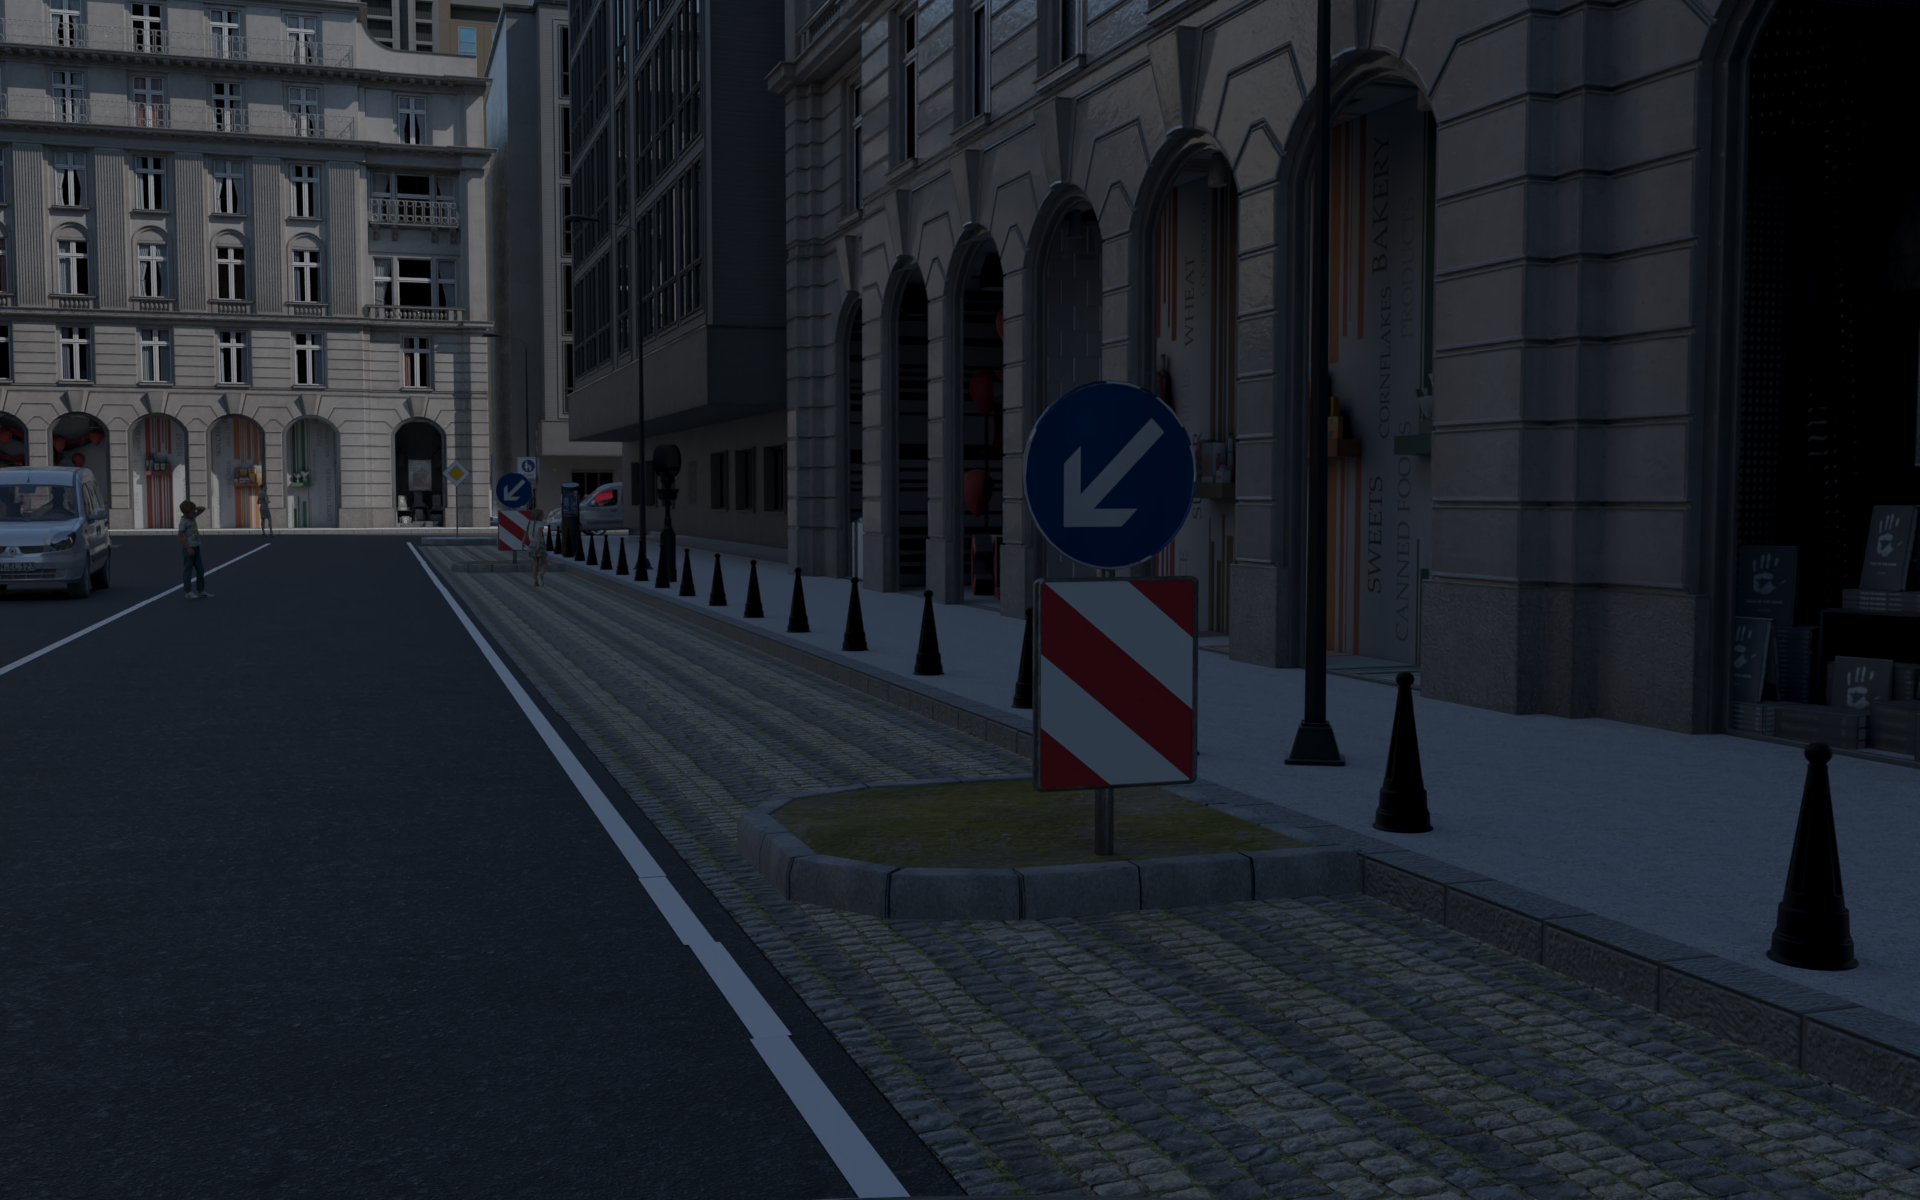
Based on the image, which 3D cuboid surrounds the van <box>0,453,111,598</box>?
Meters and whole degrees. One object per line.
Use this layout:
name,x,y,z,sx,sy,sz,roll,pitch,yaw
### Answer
van,-13.278,-1.090,24.836,2.013,2.044,4.112,-1,4,-20

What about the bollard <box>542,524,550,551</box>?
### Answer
bollard,-9.210,-1.395,38.843,0.229,0.601,0.229,0,3,0

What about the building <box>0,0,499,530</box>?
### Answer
building,-30.810,-13.806,67.526,24.055,21.916,13.314,-1,4,-19

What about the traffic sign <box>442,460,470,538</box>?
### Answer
traffic sign,-14.696,-2.870,50.565,0.795,2.450,0.064,-1,4,-19

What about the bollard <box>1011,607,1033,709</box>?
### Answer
bollard,0.423,0.343,10.425,0.229,0.601,0.229,0,3,0

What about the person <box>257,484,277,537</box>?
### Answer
person,-23.085,-2.985,57.638,0.599,1.781,0.374,2,4,32

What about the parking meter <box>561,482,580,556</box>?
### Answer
parking meter,-8.074,-1.682,35.907,0.372,1.533,0.369,0,3,0

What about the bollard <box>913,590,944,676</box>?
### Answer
bollard,-0.224,0.228,12.318,0.229,0.601,0.229,0,3,0

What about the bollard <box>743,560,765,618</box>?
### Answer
bollard,-2.144,-0.120,17.996,0.229,0.601,0.229,0,3,0

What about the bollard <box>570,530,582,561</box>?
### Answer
bollard,-7.285,-1.048,33.170,0.229,0.601,0.229,0,3,0

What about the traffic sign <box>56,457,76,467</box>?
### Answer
traffic sign,-24.406,-2.671,47.307,0.795,2.450,0.064,-1,4,-19

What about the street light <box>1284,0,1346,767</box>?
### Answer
street light,1.186,-2.166,7.962,1.470,5.913,1.316,-1,4,-19

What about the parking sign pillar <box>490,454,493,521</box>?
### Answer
parking sign pillar,-22.372,-5.859,84.267,1.447,3.967,1.447,-3,4,-36

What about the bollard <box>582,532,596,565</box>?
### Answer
bollard,-6.647,-0.932,31.273,0.229,0.601,0.229,0,3,0

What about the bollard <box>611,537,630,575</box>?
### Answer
bollard,-5.356,-0.699,27.475,0.229,0.601,0.229,0,3,0

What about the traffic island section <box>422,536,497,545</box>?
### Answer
traffic island section,-14.676,-1.735,50.649,2.009,0.180,2.903,-1,4,-19

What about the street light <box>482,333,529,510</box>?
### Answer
street light,-13.108,-4.754,50.262,1.470,5.913,1.316,-1,4,-19

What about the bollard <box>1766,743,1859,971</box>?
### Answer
bollard,2.346,0.691,4.750,0.229,0.601,0.229,0,3,0

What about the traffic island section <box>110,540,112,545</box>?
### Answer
traffic island section,-24.426,-1.534,47.362,2.009,0.180,2.903,-1,4,-19

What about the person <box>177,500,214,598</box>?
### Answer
person,-10.527,-0.699,23.837,0.340,1.345,0.435,0,4,-3

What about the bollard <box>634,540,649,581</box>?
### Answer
bollard,-4.706,-0.583,25.571,0.229,0.601,0.229,0,3,0

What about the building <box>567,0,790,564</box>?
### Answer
building,-0.991,-15.139,41.030,14.314,27.812,24.014,-1,4,-19

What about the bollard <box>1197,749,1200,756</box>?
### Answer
bollard,1.068,0.459,8.529,0.229,0.601,0.229,0,3,0

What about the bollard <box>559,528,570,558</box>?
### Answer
bollard,-7.929,-1.163,35.061,0.229,0.601,0.229,0,3,0

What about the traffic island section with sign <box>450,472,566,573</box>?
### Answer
traffic island section with sign,-8.474,-1.448,32.304,1.989,1.847,2.006,-1,4,-19

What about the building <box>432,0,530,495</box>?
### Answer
building,-37.106,-30.411,147.326,14.600,45.320,14.200,-1,4,-19

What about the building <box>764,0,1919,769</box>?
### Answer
building,6.510,-10.773,17.935,13.314,21.916,24.055,-1,4,-19

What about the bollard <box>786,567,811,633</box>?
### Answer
bollard,-1.503,-0.003,16.098,0.229,0.601,0.229,0,3,0

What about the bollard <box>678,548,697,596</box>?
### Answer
bollard,-3.432,-0.351,21.782,0.229,0.601,0.229,0,3,0

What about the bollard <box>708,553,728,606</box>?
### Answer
bollard,-2.782,-0.235,19.888,0.229,0.601,0.229,0,3,0

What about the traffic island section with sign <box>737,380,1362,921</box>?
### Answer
traffic island section with sign,0.188,0.113,6.773,1.989,1.847,2.006,-1,4,-19

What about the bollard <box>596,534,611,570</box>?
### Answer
bollard,-6.003,-0.816,29.385,0.229,0.601,0.229,0,3,0

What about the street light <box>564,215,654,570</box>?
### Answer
street light,-5.906,-3.461,29.130,1.470,5.913,1.316,-1,4,-19

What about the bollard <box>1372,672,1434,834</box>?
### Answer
bollard,1.701,0.575,6.638,0.229,0.601,0.229,0,3,0

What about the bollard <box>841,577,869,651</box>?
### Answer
bollard,-0.863,0.112,14.208,0.229,0.601,0.229,0,3,0

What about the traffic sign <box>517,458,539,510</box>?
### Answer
traffic sign,-11.959,-2.807,48.027,0.606,2.300,0.079,-1,4,-12

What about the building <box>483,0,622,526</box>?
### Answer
building,-5.195,-15.797,77.350,30.058,24.678,14.314,-1,4,-19

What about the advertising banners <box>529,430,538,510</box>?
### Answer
advertising banners,-11.531,-3.104,46.935,0.090,3.025,2.074,0,4,-8

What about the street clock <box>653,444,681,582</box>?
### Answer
street clock,-4.255,-1.262,25.209,0.358,2.002,0.471,1,4,18

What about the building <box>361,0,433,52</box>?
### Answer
building,-69.336,-48.210,226.490,20.611,71.187,20.563,-1,4,-19

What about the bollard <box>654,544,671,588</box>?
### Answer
bollard,-4.069,-0.467,23.672,0.229,0.601,0.229,0,3,0

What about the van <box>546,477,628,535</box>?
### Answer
van,-11.474,-3.045,56.803,4.112,2.044,2.013,-1,4,-17

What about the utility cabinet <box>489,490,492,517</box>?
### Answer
utility cabinet,-26.137,-5.313,95.547,0.318,1.500,1.173,-2,4,-28

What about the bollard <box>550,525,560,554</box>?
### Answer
bollard,-8.569,-1.279,36.955,0.229,0.601,0.229,0,3,0

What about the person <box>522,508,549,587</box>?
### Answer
person,-6.576,-0.804,26.669,0.505,1.210,0.382,2,4,24

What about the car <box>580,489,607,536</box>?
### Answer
car,-11.223,-3.110,59.889,4.494,1.783,2.155,-1,4,-20
